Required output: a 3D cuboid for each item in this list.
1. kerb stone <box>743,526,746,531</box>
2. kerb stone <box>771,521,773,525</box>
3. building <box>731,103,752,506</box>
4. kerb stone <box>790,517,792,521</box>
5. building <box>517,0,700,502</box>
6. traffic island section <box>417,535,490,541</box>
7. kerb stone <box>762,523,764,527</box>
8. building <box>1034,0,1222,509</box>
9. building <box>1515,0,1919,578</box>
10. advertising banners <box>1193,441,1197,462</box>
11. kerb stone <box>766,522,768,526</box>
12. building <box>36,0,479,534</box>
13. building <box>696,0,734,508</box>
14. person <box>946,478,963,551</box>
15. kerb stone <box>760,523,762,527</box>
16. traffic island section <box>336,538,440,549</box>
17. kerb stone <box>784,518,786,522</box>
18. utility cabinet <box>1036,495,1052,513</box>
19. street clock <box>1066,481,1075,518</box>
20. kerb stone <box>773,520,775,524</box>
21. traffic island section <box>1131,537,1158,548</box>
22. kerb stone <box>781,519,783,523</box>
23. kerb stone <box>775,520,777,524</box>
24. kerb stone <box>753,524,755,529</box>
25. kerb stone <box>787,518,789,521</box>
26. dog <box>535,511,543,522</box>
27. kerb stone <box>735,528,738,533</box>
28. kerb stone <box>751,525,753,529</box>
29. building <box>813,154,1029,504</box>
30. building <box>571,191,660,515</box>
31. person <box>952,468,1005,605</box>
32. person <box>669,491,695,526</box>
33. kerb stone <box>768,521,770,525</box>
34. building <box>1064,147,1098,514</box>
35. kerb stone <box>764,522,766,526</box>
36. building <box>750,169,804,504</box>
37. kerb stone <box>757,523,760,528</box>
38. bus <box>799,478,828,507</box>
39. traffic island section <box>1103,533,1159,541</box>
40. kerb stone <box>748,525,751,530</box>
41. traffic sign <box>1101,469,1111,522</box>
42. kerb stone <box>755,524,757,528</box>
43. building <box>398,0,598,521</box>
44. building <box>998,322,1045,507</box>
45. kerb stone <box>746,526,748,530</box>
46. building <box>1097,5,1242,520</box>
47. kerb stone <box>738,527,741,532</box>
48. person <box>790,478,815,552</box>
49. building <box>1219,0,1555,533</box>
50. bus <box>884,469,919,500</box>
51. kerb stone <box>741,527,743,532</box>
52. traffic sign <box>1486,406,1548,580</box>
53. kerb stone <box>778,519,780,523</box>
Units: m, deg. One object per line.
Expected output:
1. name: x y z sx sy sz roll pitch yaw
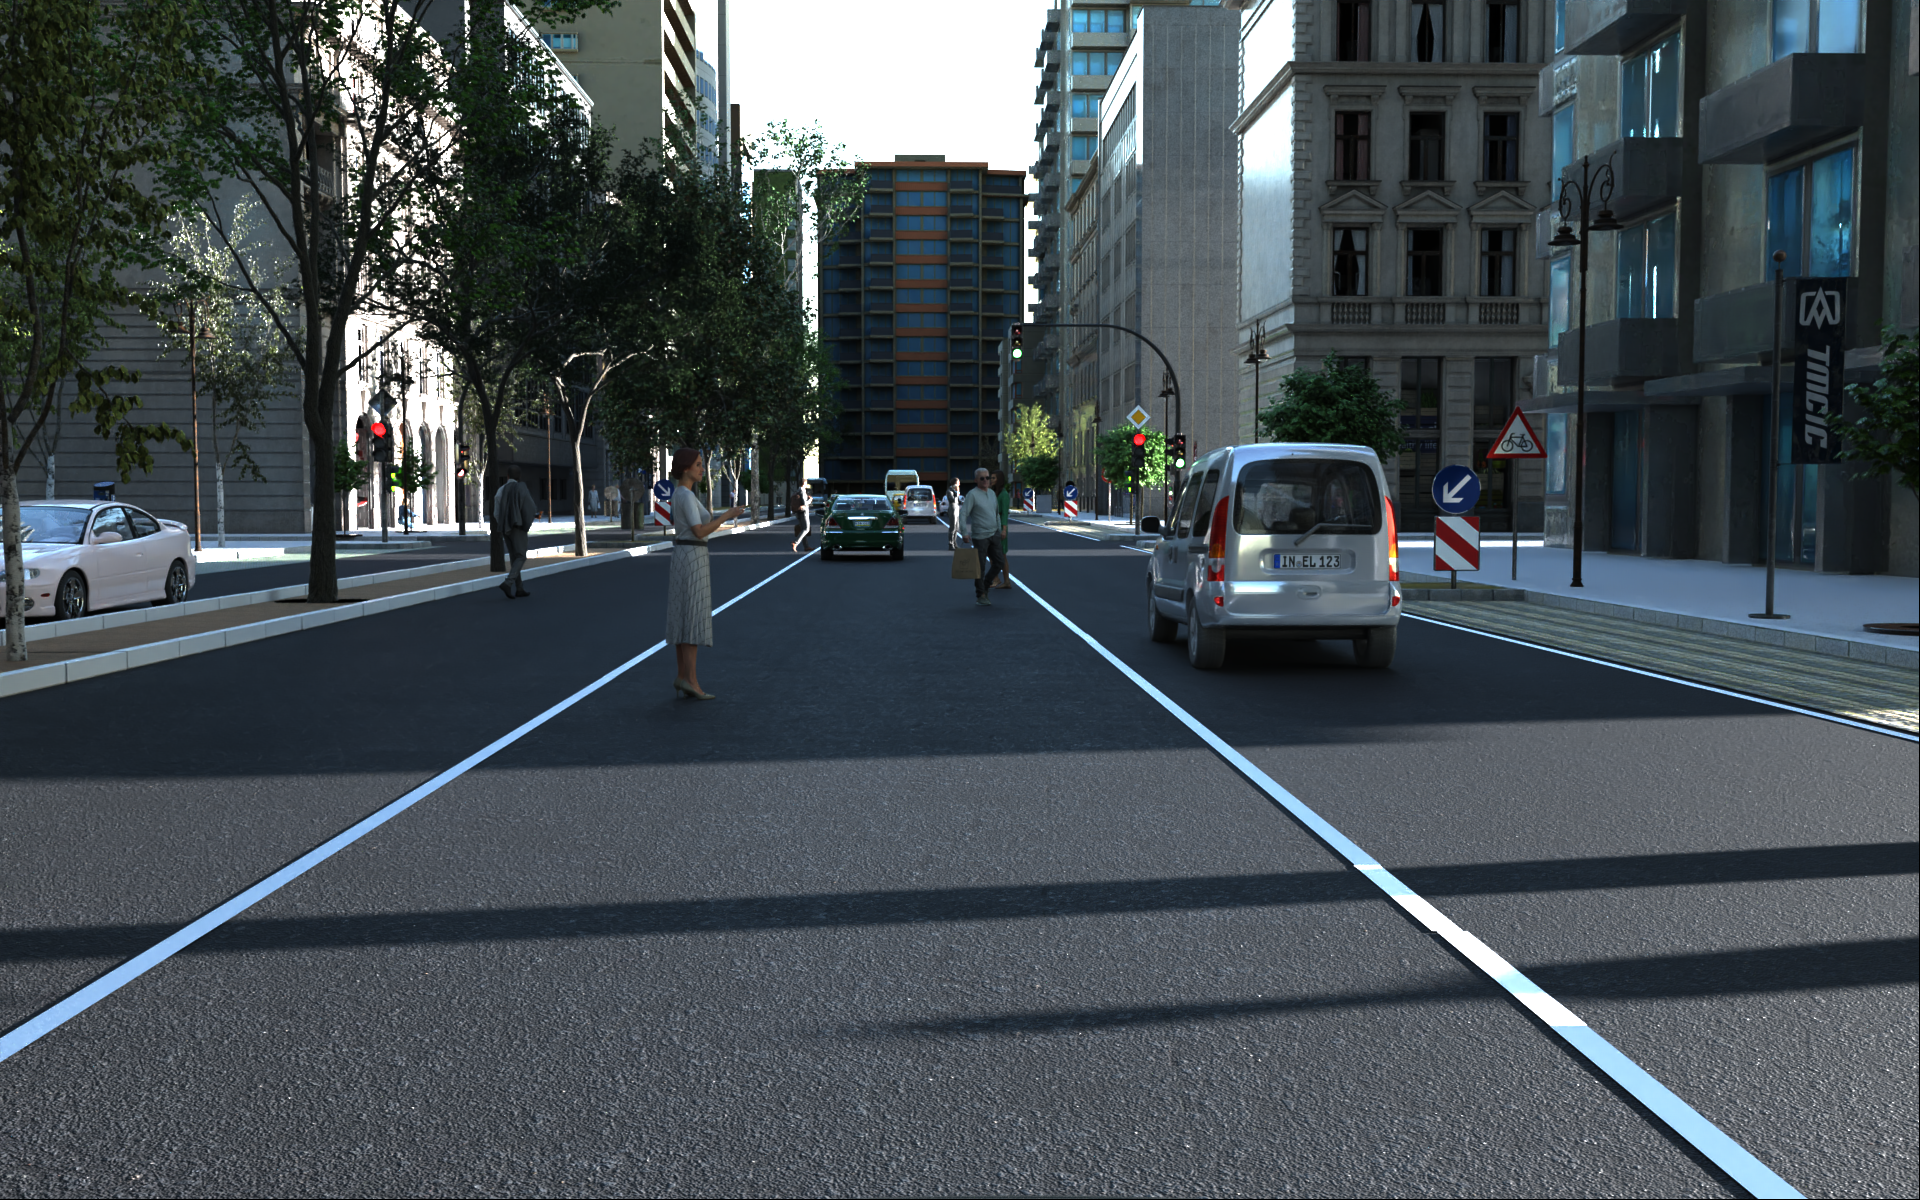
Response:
1. kerb stone: -8.427 -2.708 66.470 0.120 0.150 1.000 0 4 -2
2. kerb stone: -8.826 -3.522 79.809 0.120 0.150 1.000 0 4 -2
3. building: -31.071 -33.324 194.956 14.200 45.320 14.600 0 4 -2
4. kerb stone: -9.186 -4.277 92.131 0.120 0.150 1.000 0 4 -2
5. building: -32.944 -31.493 138.618 21.300 48.544 21.600 0 4 -2
6. traffic island section: -15.518 -1.937 53.947 2.009 0.180 2.903 0 4 -2
7. kerb stone: -8.667 -3.209 74.667 0.120 0.150 1.000 0 4 -2
8. building: 18.342 -32.960 158.505 23.786 49.044 30.456 0 4 -2
9. building: 24.088 -24.987 28.141 23.786 49.044 30.456 0 4 -2
10. advertising banners: 7.750 -3.664 56.088 0.090 3.025 2.074 0 4 -2
11. kerb stone: -8.729 -3.335 76.717 0.120 0.150 1.000 0 4 -2
12. building: -27.374 -13.751 66.628 13.314 21.916 24.055 0 4 -2
13. building: -33.505 -38.004 163.361 21.231 58.520 28.212 0 4 -2
14. person: -0.088 -2.186 44.046 0.447 1.846 0.655 1 4 16
15. kerb stone: -8.641 -3.146 73.636 0.120 0.150 1.000 0 4 -2
16. traffic island section: -15.280 -1.449 45.965 2.009 0.180 2.903 0 4 -2
17. kerb stone: -9.065 -4.027 88.036 0.120 0.150 1.000 0 4 -2
18. utility cabinet: 5.610 -6.401 115.818 1.020 1.237 0.306 0 4 -6
19. street clock: 5.997 -5.483 94.209 0.471 2.002 0.358 1 4 12
20. kerb stone: -8.854 -3.587 80.849 0.120 0.150 1.000 0 4 -2
21. traffic island section: 5.852 -1.487 46.588 2.009 0.180 2.903 0 4 -2
22. kerb stone: -9.001 -3.902 85.985 0.120 0.150 1.000 0 4 -2
23. kerb stone: -8.885 -3.643 81.871 0.120 0.150 1.000 0 4 -2
24. kerb stone: -8.544 -2.958 70.558 0.120 0.150 1.000 0 4 -2
25. kerb stone: -9.132 -4.151 90.085 0.120 0.150 1.000 0 4 -2
26. dog: -19.159 -3.760 78.304 0.406 0.507 0.540 3 5 45
27. kerb stone: -8.336 -2.513 63.395 0.120 0.150 1.000 0 4 -2
28. kerb stone: -8.519 -2.895 69.536 0.120 0.150 1.000 0 4 -2
29. building: -5.905 -34.949 226.040 28.867 44.769 22.147 0 4 -2
30. building: -27.613 -16.712 115.039 13.314 21.916 24.055 0 4 -2
31. person: 0.214 -0.815 22.316 0.782 1.767 0.515 -3 5 -45
32. person: -5.651 -1.636 35.592 0.601 1.785 0.444 2 4 24
33. kerb stone: -8.765 -3.398 77.747 0.120 0.150 1.000 0 4 -2
34. building: 14.315 -19.550 116.908 12.463 27.353 25.104 0 4 -2
35. kerb stone: -8.700 -3.272 75.693 0.120 0.150 1.000 0 4 -2
36. building: -27.217 -32.828 220.324 14.086 41.232 14.154 0 4 -2
37. kerb stone: -8.607 -3.084 72.612 0.120 0.150 1.000 0 4 -2
38. bus: -16.167 -12.042 191.752 2.948 3.499 13.247 0 4 -2
39. traffic island section: 5.615 -1.975 54.569 2.009 0.180 2.903 0 4 -2
40. kerb stone: -8.493 -2.833 68.514 0.120 0.150 1.000 0 4 -2
41. traffic sign: 6.850 -4.849 79.386 0.768 2.556 0.104 0 4 0
42. kerb stone: -8.584 -3.020 71.579 0.120 0.150 1.000 0 4 -2
43. building: -28.183 -18.160 90.425 14.314 27.812 24.014 0 4 -2
44. building: 18.724 -21.049 189.190 27.650 21.520 28.899 0 4 -2
45. kerb stone: -8.452 -2.767 67.492 0.120 0.150 1.000 0 4 -2
46. building: 14.545 -16.897 94.280 12.078 24.808 19.932 0 4 -2
47. kerb stone: -8.365 -2.583 64.420 0.120 0.150 1.000 0 4 -2
48. person: -3.951 -2.118 43.090 0.822 1.834 0.622 -3 4 -38
49. building: 20.051 -14.239 61.688 19.941 23.489 11.050 0 4 -2
50. bus: -4.666 -8.784 138.482 2.948 3.499 13.247 0 4 -2
51. kerb stone: -8.403 -2.643 65.442 0.120 0.150 1.000 0 4 -2
52. traffic sign: 8.264 -1.575 25.754 0.884 2.594 0.081 0 4 8
53. kerb stone: -8.942 -3.776 83.928 0.120 0.150 1.000 0 4 -2
